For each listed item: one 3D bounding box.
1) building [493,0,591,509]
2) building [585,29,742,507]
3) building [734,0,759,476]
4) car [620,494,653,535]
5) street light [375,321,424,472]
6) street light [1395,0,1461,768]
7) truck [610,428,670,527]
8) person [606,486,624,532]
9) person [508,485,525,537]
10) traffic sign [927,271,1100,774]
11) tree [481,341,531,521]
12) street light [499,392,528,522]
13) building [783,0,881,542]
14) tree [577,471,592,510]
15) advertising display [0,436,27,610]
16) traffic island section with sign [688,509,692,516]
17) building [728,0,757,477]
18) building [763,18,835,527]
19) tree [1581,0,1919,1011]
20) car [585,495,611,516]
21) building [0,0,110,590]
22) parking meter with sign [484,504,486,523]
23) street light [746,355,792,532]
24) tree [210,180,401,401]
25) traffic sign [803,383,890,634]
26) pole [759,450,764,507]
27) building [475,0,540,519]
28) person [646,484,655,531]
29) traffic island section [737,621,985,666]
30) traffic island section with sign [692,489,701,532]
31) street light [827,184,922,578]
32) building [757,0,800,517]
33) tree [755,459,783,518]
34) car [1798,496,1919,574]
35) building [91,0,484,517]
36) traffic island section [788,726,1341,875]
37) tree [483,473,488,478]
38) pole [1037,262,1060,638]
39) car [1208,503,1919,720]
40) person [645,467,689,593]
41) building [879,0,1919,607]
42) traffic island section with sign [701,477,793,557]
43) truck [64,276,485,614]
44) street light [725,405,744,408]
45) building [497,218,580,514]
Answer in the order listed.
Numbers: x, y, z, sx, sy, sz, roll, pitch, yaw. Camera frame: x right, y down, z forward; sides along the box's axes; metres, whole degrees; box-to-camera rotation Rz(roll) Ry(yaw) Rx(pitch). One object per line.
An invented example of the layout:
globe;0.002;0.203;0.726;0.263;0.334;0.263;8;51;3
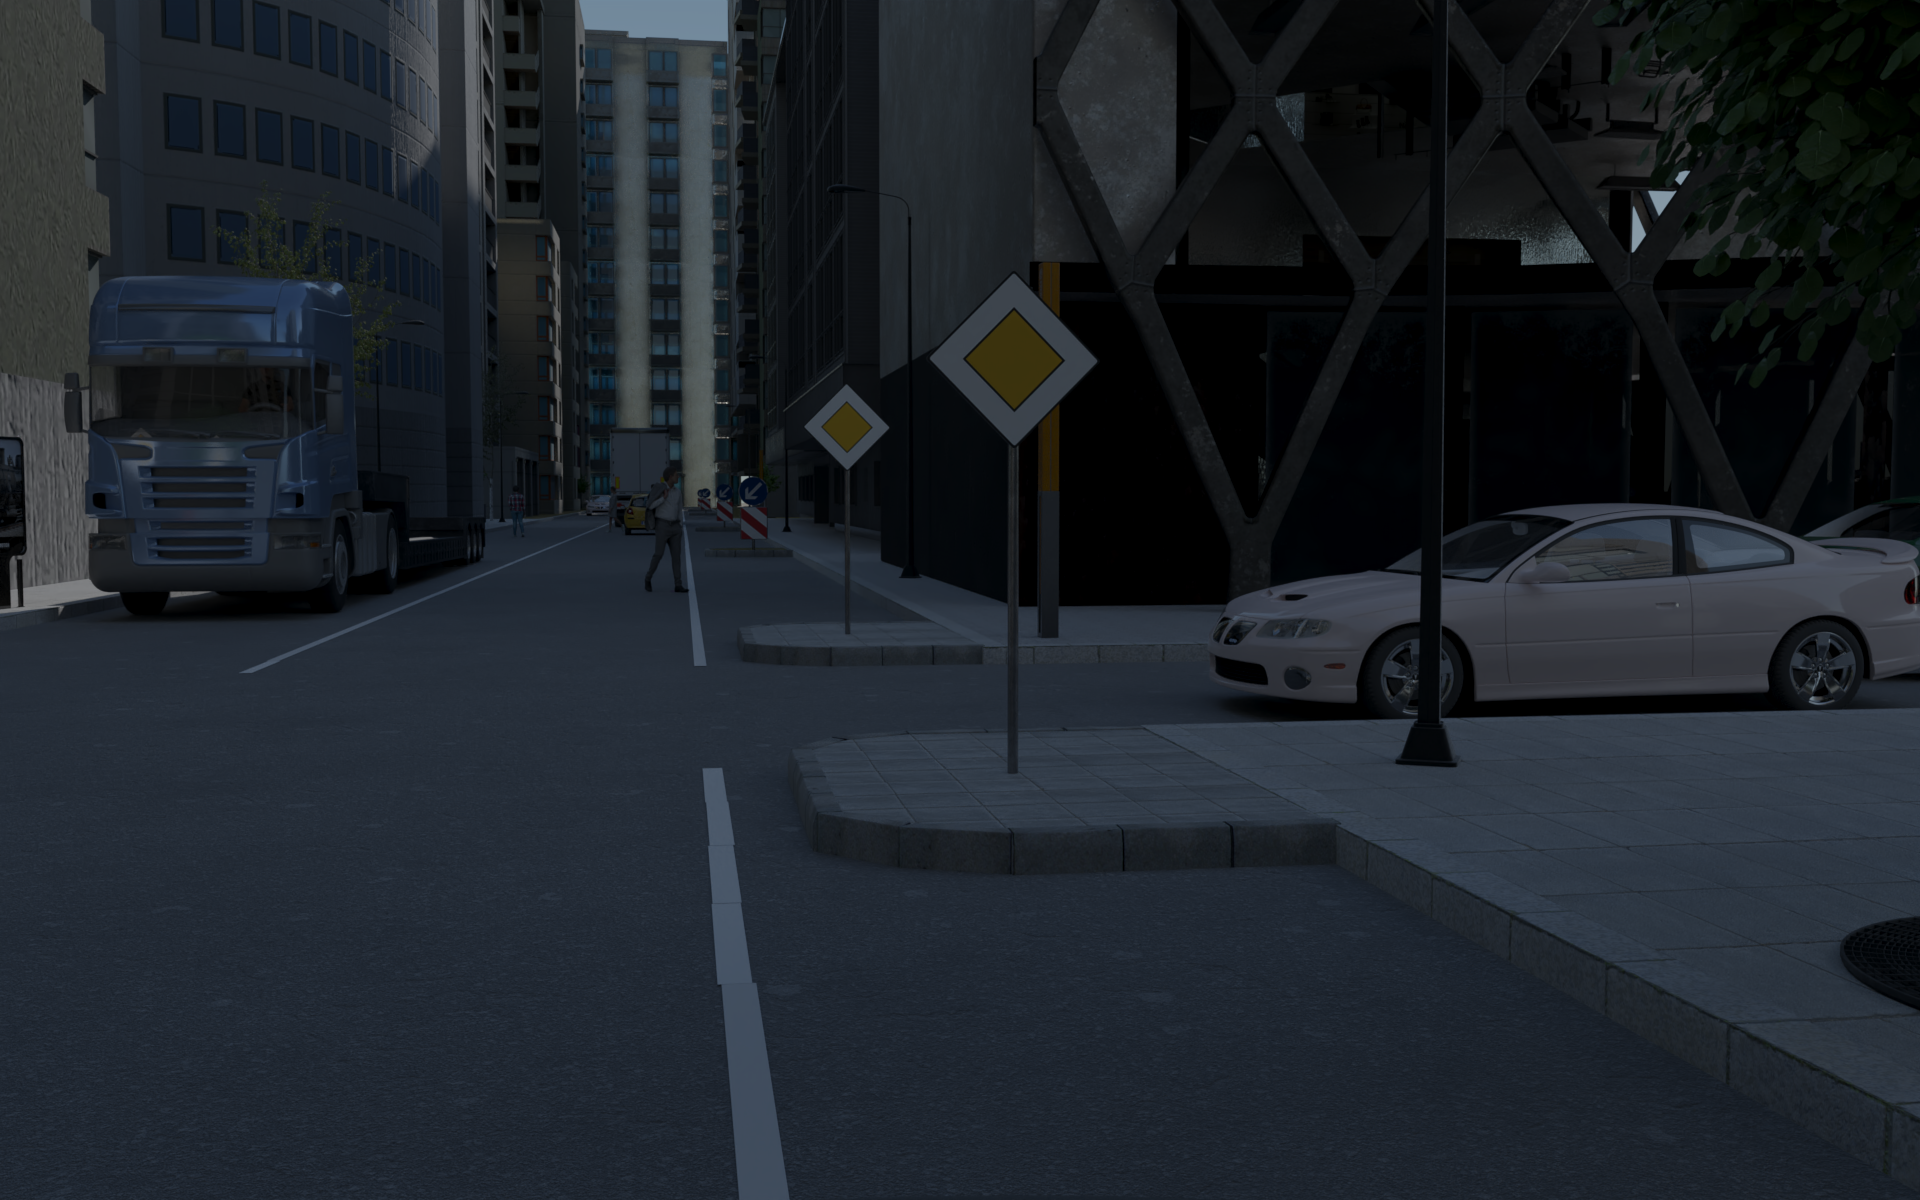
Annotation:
building;-43.869;-32.279;151.456;21.600;48.544;21.300;-1;4;-9
building;-37.482;-34.375;181.642;30.456;49.044;23.786;-1;4;-9
building;-4.763;-28.723;124.251;22.147;44.769;28.867;-1;4;-9
car;-11.093;-3.151;61.745;2.015;1.641;3.980;-1;4;-10
street light;-15.026;-4.518;46.410;1.470;5.913;1.316;-1;4;-9
street light;1.707;-2.171;8.034;1.470;5.913;1.316;-1;4;-9
truck;-14.433;-5.497;78.782;2.839;4.237;11.283;-1;4;-9
person;-12.984;-3.412;65.040;0.466;1.731;0.760;3;5;42
person;-14.728;-2.949;57.560;0.563;1.720;0.643;-1;4;-18
traffic sign;0.240;-0.260;7.901;0.795;2.450;0.064;-1;4;-9
tree;-22.612;-8.080;82.475;4.360;8.622;3.978;0;3;0
street light;-20.248;-6.482;78.525;1.470;5.913;1.316;-1;4;-9
building;2.758;-15.621;48.918;14.314;27.812;24.014;-1;4;-9
tree;-30.839;-8.937;140.726;1.663;3.219;1.824;0;3;0
advertising display;-10.704;-0.854;19.181;0.123;1.923;0.974;0;4;6
traffic island section with sign;-17.192;-6.587;116.330;1.989;1.847;2.006;-1;4;-9
building;-6.538;-34.493;153.194;28.713;52.752;27.495;-1;4;-9
building;-0.748;-15.708;75.894;14.314;24.678;30.058;-1;4;-9
tree;3.139;-1.264;4.380;4.285;4.588;4.351;0;3;0
car;-23.884;-6.294;115.264;2.083;1.381;4.827;-1;4;-10
building;-19.251;-15.115;18.834;14.160;30.474;14.107;-1;4;-9
parking meter with sign;-22.064;-5.021;78.357;1.738;3.016;0.543;3;5;42
street light;-6.379;-5.240;58.215;1.470;5.913;1.316;-1;4;-9
tree;-15.838;-5.584;41.658;4.737;8.622;4.395;0;3;0
traffic sign;-1.030;-0.743;15.784;0.795;2.450;0.064;-1;4;-9
pole;-9.159;-5.270;80.007;0.158;3.312;0.155;0;3;0
building;-34.565;-40.202;95.557;20.563;71.187;20.611;-1;4;-9
person;-11.904;-3.563;66.769;0.660;1.820;0.620;0;4;3
traffic island section;-1.008;0.392;15.865;2.009;0.180;2.903;-1;4;-9
traffic island section with sign;-9.204;-3.556;66.775;1.989;1.847;2.006;-1;4;-9
street light;-1.297;-3.285;26.244;1.470;5.913;1.316;-1;4;-9
building;-4.961;-20.248;102.749;14.160;30.474;14.107;-1;4;-9
tree;-10.420;-6.033;93.240;1.663;3.219;1.824;0;3;0
car;8.821;-0.151;14.264;4.920;1.459;2.131;-1;4;-11
building;-28.556;-31.503;57.066;21.231;58.520;28.212;-1;4;-9
traffic island section;0.262;0.875;7.981;2.009;0.180;2.903;-1;4;-9
tree;-21.570;-4.941;75.383;1.663;3.219;1.824;0;3;0
pole;0.788;-1.319;15.406;0.158;3.312;0.155;0;3;0
car;4.072;0.037;11.761;4.827;1.381;2.083;-1;4;-11
person;-4.314;-1.020;25.280;0.850;1.850;0.679;3;4;38
building;8.069;-9.666;25.494;16.811;18.784;16.820;-1;4;-9
traffic island section with sign;-4.925;-1.929;40.160;1.989;1.847;2.006;-1;4;-9
truck;-9.830;-2.316;27.618;2.967;4.110;18.799;-1;4;-9
street light;-11.516;-7.195;90.177;1.470;5.913;1.316;-1;4;-9
building;-41.672;-16.894;121.253;27.650;21.520;28.899;-1;4;-9
